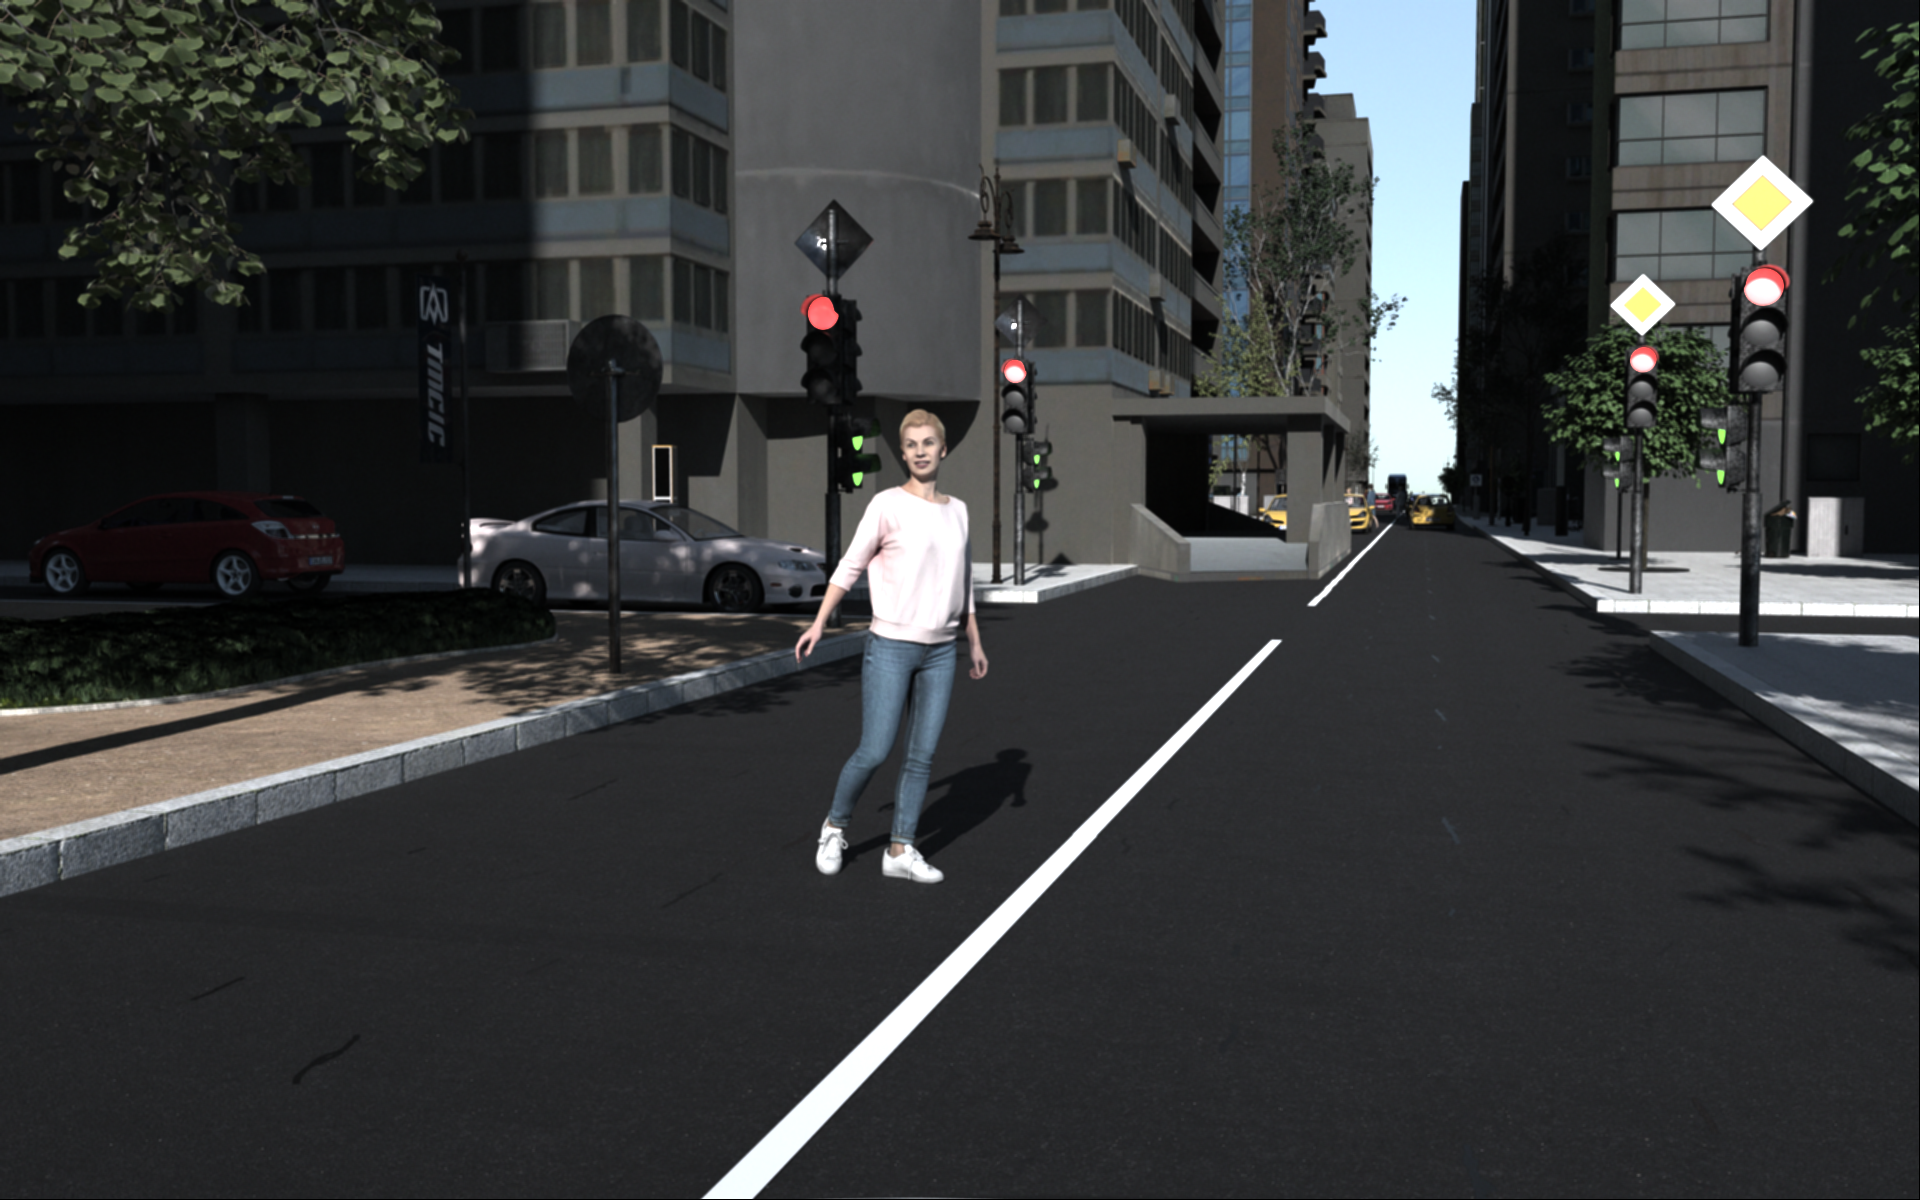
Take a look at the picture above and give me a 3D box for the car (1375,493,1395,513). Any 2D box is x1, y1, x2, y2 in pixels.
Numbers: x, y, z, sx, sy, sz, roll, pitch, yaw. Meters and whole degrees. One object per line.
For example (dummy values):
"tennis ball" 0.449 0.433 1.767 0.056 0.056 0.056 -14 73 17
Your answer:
"car" 32.578 -7.645 134.029 2.155 1.783 4.494 1 4 14

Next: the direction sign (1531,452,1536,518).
"direction sign" 30.830 -6.207 93.485 0.379 3.537 0.876 -1 4 -10

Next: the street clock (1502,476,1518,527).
"street clock" 21.665 -3.904 68.408 0.471 2.002 0.358 1 4 22

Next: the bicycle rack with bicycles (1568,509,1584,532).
"bicycle rack with bicycles" 22.199 -2.813 59.370 2.925 0.926 2.852 2 4 34

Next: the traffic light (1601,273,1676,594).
"traffic light" 8.695 -2.037 22.231 0.839 4.253 0.868 1 4 15

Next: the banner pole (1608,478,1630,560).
"banner pole" 12.940 -2.698 34.134 0.401 3.779 0.863 0 4 1

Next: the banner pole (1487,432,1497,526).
"banner pole" 21.646 -4.909 70.287 0.401 3.779 0.863 1 4 23

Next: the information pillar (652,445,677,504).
"information pillar" -4.473 -1.333 26.292 0.304 2.012 0.304 0 4 6

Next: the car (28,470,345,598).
"car" -11.012 -0.950 24.575 4.494 1.783 2.155 1 4 14

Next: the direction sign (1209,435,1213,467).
"direction sign" 6.979 -3.533 49.767 0.379 3.537 0.876 -2 4 -27

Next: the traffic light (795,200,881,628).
"traffic light" -1.203 -1.692 16.578 0.839 4.253 0.868 1 4 15

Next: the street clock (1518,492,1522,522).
"street clock" 25.033 -4.478 77.784 0.358 2.002 0.471 2 4 27

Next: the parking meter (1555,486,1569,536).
"parking meter" 18.454 -2.732 53.087 0.372 1.533 0.369 0 3 0

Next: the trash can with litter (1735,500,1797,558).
"trash can with litter" 16.159 -1.428 34.737 1.055 1.170 0.624 1 4 15

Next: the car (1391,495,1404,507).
"car" 49.978 -11.336 197.921 1.945 1.354 3.894 1 4 15

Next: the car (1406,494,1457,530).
"car" 19.060 -3.654 69.971 2.015 1.641 3.980 1 4 13

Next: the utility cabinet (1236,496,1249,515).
"utility cabinet" 8.955 -2.677 54.936 0.306 1.237 1.020 0 4 5

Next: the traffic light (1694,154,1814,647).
"traffic light" 6.640 -1.565 14.514 0.839 4.253 0.868 1 4 15

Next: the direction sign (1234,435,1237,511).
"direction sign" 8.453 -3.745 53.226 0.379 3.537 0.876 0 4 6

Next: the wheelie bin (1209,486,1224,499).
"wheelie bin" 14.349 -5.401 96.220 0.980 1.594 0.693 -2 4 -34

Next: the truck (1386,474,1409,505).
"truck" 60.305 -15.227 238.725 2.967 4.110 18.799 1 4 14

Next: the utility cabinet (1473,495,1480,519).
"utility cabinet" 26.377 -4.724 88.404 0.306 1.237 1.020 1 4 20

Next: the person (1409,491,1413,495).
"person" 58.312 -13.165 223.765 1.348 1.821 0.705 2 4 27

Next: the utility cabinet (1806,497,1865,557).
"utility cabinet" 17.847 -1.478 35.319 1.020 1.237 0.306 1 4 20

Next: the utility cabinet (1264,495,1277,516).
"utility cabinet" 16.063 -4.784 89.377 0.306 1.237 1.020 -2 4 -24

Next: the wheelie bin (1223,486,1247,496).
"wheelie bin" 13.567 -4.680 84.418 0.693 1.594 0.980 -3 5 -43

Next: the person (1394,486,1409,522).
"person" 22.659 -4.922 88.855 0.818 1.842 0.514 3 4 36

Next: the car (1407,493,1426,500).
"car" 36.314 -7.779 136.776 1.945 1.707 3.694 1 4 13

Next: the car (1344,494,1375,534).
"car" 14.209 -3.260 63.530 2.015 1.641 3.980 1 4 16

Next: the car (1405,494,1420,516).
"car" 30.288 -6.355 114.130 2.015 1.641 3.980 1 4 16

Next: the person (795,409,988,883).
"person" -0.322 0.167 6.447 0.598 1.740 0.731 3 5 44

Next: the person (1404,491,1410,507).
"person" 48.219 -10.902 187.454 1.217 1.736 0.721 -1 4 -9

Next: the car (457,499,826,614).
"car" -3.814 -0.551 21.378 4.827 1.381 2.083 1 4 15

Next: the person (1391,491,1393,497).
"person" 50.335 -11.796 202.072 0.721 1.735 1.217 0 4 -3

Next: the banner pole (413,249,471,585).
"banner pole" -5.202 -1.687 17.604 0.401 3.779 0.863 2 4 29

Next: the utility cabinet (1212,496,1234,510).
"utility cabinet" 8.995 -2.873 58.135 1.020 1.237 0.306 0 4 1

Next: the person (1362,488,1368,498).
"person" 28.977 -7.037 123.521 1.348 1.831 0.705 -1 4 -17

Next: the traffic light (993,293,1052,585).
"traffic light" 0.851 -2.164 24.295 0.839 4.253 0.868 1 4 15

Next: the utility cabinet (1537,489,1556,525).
"utility cabinet" 23.942 -3.748 69.957 1.173 1.500 0.318 2 4 34

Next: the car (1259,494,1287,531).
"car" 10.102 -2.574 52.305 2.015 1.641 3.980 1 4 16

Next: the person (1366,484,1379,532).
"person" 15.670 -3.509 65.901 0.581 1.822 0.654 -2 4 -27

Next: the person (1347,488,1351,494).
"person" 19.736 -4.814 87.886 0.598 1.740 0.731 -3 5 -41

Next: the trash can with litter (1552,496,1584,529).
"trash can with litter" 22.836 -3.201 63.388 2.233 1.210 1.678 1 4 18
